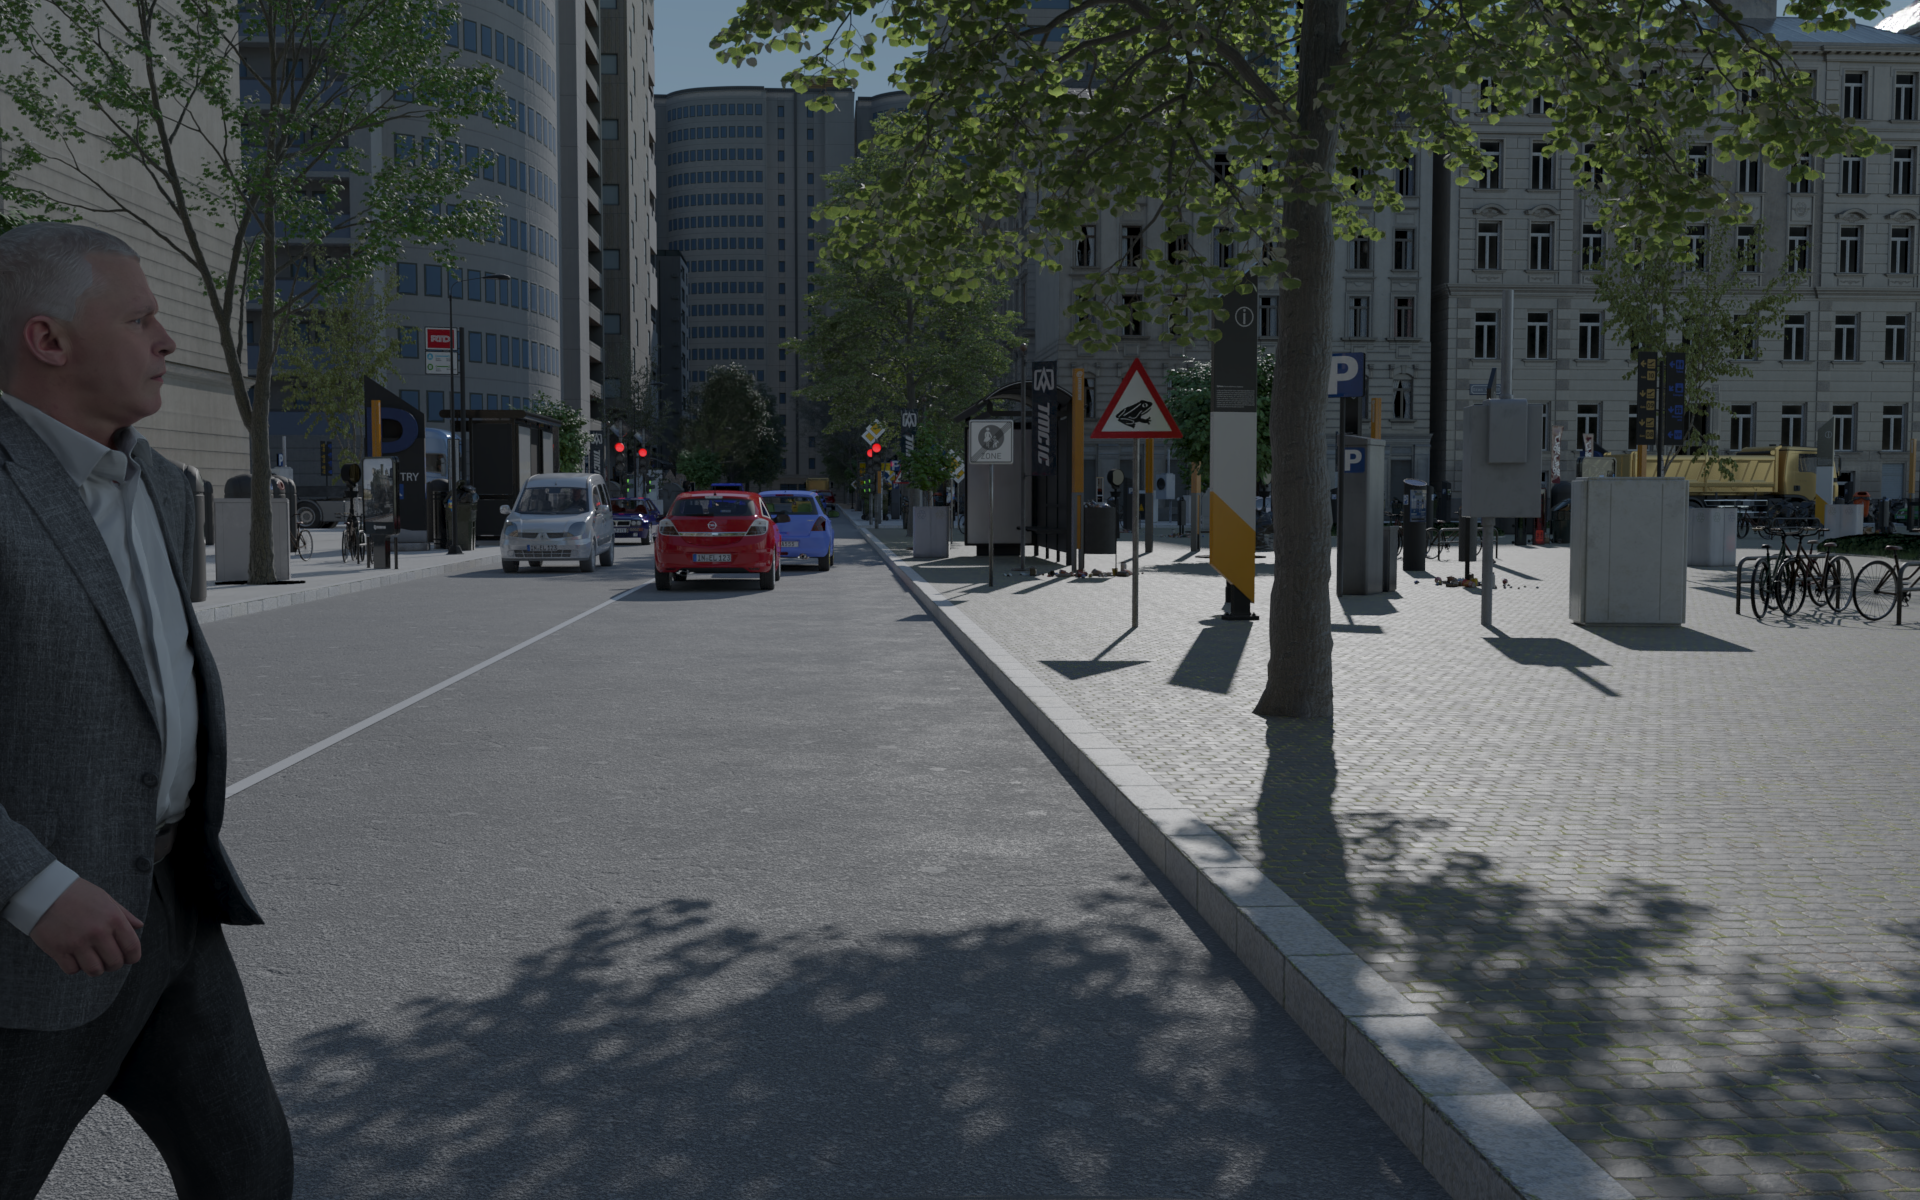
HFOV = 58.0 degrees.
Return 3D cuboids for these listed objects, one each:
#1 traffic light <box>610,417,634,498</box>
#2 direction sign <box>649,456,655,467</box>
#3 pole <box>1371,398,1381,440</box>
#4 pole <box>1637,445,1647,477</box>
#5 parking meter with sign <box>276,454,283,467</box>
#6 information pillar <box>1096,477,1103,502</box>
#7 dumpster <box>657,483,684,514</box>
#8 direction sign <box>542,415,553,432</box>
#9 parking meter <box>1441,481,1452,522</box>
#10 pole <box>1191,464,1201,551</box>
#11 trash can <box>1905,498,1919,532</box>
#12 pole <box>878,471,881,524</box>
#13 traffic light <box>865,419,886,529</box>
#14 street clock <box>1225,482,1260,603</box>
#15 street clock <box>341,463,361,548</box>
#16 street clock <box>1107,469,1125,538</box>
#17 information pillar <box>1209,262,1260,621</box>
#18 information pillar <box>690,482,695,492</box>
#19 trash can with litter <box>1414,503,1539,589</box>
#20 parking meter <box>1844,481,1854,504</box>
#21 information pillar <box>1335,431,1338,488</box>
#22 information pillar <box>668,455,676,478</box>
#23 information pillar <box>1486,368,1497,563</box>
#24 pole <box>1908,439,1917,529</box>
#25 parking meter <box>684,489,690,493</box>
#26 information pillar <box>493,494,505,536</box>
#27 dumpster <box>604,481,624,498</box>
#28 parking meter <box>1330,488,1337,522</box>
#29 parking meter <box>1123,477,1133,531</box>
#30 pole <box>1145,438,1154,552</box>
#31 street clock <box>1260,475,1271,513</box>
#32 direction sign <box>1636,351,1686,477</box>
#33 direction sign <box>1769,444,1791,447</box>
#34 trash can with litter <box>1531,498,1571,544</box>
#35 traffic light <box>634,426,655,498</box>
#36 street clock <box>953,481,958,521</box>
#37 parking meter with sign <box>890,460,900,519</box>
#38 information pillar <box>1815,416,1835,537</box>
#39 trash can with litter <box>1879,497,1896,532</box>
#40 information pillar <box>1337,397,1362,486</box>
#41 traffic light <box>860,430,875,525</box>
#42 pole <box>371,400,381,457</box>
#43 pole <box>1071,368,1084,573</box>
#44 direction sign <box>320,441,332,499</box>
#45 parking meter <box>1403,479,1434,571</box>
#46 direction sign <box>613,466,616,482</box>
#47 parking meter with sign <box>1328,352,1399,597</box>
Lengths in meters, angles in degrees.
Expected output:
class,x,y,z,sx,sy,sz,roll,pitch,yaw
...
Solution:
class,x,y,z,sx,sy,sz,roll,pitch,yaw
traffic light,-12.396,-4.556,63.417,0.839,4.253,0.868,0,4,-4
direction sign,-18.581,-6.874,104.379,0.379,3.537,0.876,-2,4,-34
pole,8.818,-2.626,36.776,0.158,3.312,0.155,0,3,0
pole,16.385,-2.923,41.642,0.158,3.312,0.155,0,3,0
parking meter with sign,-30.103,-4.794,74.647,1.738,3.016,0.543,0,4,0
information pillar,6.115,-4.362,75.809,0.304,2.012,0.304,0,4,2
dumpster,-14.683,-5.025,87.909,1.264,1.857,1.865,0,4,-5
direction sign,-11.897,-3.532,49.744,0.379,3.537,0.876,1,4,13
parking meter,21.450,-4.323,76.389,0.255,1.863,0.399,-2,4,-27
pole,5.277,-2.744,38.707,0.158,3.312,0.155,0,3,0
trash can,32.048,-2.834,57.987,0.748,1.137,0.748,0,3,0
pole,-3.476,-4.926,74.387,0.158,3.312,0.155,0,3,0
traffic light,-3.114,-4.601,64.148,0.839,4.253,0.868,0,4,-4
street clock,3.248,-0.973,20.487,0.471,2.002,0.358,0,4,2
street clock,-14.323,-2.215,40.783,0.358,2.002,0.471,1,4,18
street clock,4.502,-2.785,50.112,0.471,2.002,0.358,-2,4,-31
information pillar,2.783,-1.602,17.545,0.504,3.616,0.183,-1,4,-15
information pillar,-16.052,-6.066,103.674,0.304,2.012,0.304,-2,4,-34
trash can with litter,7.295,-0.821,24.480,1.678,1.210,2.233,1,4,17
parking meter,41.124,-4.554,80.166,0.255,1.863,0.399,0,4,-2
information pillar,14.008,-4.459,64.257,0.183,3.616,0.504,0,4,-2
information pillar,-17.344,-6.912,104.365,0.183,3.616,0.504,3,5,45
information pillar,9.789,-2.484,31.972,0.183,3.616,0.504,2,4,28
pole,35.118,-4.284,63.891,0.158,3.312,0.155,0,3,0
parking meter,-15.717,-5.758,99.854,0.255,1.863,0.399,1,4,12
information pillar,-13.658,-2.865,51.337,0.304,2.012,0.304,0,4,-4
dumpster,-15.496,-4.308,76.187,1.264,1.857,1.865,0,4,-4
parking meter,13.111,-3.190,60.574,0.372,1.533,0.369,0,3,0
parking meter,5.930,-3.356,60.584,0.399,1.863,0.255,-1,4,-22
pole,4.162,-2.704,38.046,0.158,3.312,0.155,0,3,0
street clock,8.159,-2.562,46.462,0.358,2.002,0.471,3,5,42
direction sign,11.177,-2.183,27.682,0.876,3.537,0.379,-1,4,-17
direction sign,37.122,-5.304,78.721,0.876,3.537,0.379,-1,4,-12
trash can with litter,15.378,-2.045,44.819,1.055,1.170,0.624,0,4,-5
traffic light,-13.012,-5.043,71.378,0.839,4.253,0.868,0,4,-4
street clock,-0.348,-4.787,82.837,0.471,2.002,0.358,-3,4,-37
parking meter with sign,-3.295,-5.627,88.264,0.543,3.016,1.738,0,4,-1
information pillar,26.069,-3.720,52.174,0.183,3.616,0.504,-3,5,-41
trash can with litter,26.941,-2.395,50.215,1.678,1.210,2.233,2,4,33
information pillar,6.972,-2.410,30.757,0.183,3.616,0.504,-1,4,-20
traffic light,-3.729,-5.088,72.109,0.839,4.253,0.868,0,4,-4
pole,-12.683,-2.682,37.699,0.158,3.312,0.155,0,3,0
pole,1.920,-2.103,28.224,0.158,3.312,0.155,0,3,0
direction sign,-27.120,-5.027,74.194,0.379,3.537,0.876,1,4,10
parking meter,7.608,-1.258,28.980,0.372,1.533,0.369,0,3,0
direction sign,-28.296,-9.168,141.886,0.379,3.537,0.876,-2,4,-27
parking meter with sign,5.165,-1.586,22.186,0.543,3.016,1.738,2,4,31
